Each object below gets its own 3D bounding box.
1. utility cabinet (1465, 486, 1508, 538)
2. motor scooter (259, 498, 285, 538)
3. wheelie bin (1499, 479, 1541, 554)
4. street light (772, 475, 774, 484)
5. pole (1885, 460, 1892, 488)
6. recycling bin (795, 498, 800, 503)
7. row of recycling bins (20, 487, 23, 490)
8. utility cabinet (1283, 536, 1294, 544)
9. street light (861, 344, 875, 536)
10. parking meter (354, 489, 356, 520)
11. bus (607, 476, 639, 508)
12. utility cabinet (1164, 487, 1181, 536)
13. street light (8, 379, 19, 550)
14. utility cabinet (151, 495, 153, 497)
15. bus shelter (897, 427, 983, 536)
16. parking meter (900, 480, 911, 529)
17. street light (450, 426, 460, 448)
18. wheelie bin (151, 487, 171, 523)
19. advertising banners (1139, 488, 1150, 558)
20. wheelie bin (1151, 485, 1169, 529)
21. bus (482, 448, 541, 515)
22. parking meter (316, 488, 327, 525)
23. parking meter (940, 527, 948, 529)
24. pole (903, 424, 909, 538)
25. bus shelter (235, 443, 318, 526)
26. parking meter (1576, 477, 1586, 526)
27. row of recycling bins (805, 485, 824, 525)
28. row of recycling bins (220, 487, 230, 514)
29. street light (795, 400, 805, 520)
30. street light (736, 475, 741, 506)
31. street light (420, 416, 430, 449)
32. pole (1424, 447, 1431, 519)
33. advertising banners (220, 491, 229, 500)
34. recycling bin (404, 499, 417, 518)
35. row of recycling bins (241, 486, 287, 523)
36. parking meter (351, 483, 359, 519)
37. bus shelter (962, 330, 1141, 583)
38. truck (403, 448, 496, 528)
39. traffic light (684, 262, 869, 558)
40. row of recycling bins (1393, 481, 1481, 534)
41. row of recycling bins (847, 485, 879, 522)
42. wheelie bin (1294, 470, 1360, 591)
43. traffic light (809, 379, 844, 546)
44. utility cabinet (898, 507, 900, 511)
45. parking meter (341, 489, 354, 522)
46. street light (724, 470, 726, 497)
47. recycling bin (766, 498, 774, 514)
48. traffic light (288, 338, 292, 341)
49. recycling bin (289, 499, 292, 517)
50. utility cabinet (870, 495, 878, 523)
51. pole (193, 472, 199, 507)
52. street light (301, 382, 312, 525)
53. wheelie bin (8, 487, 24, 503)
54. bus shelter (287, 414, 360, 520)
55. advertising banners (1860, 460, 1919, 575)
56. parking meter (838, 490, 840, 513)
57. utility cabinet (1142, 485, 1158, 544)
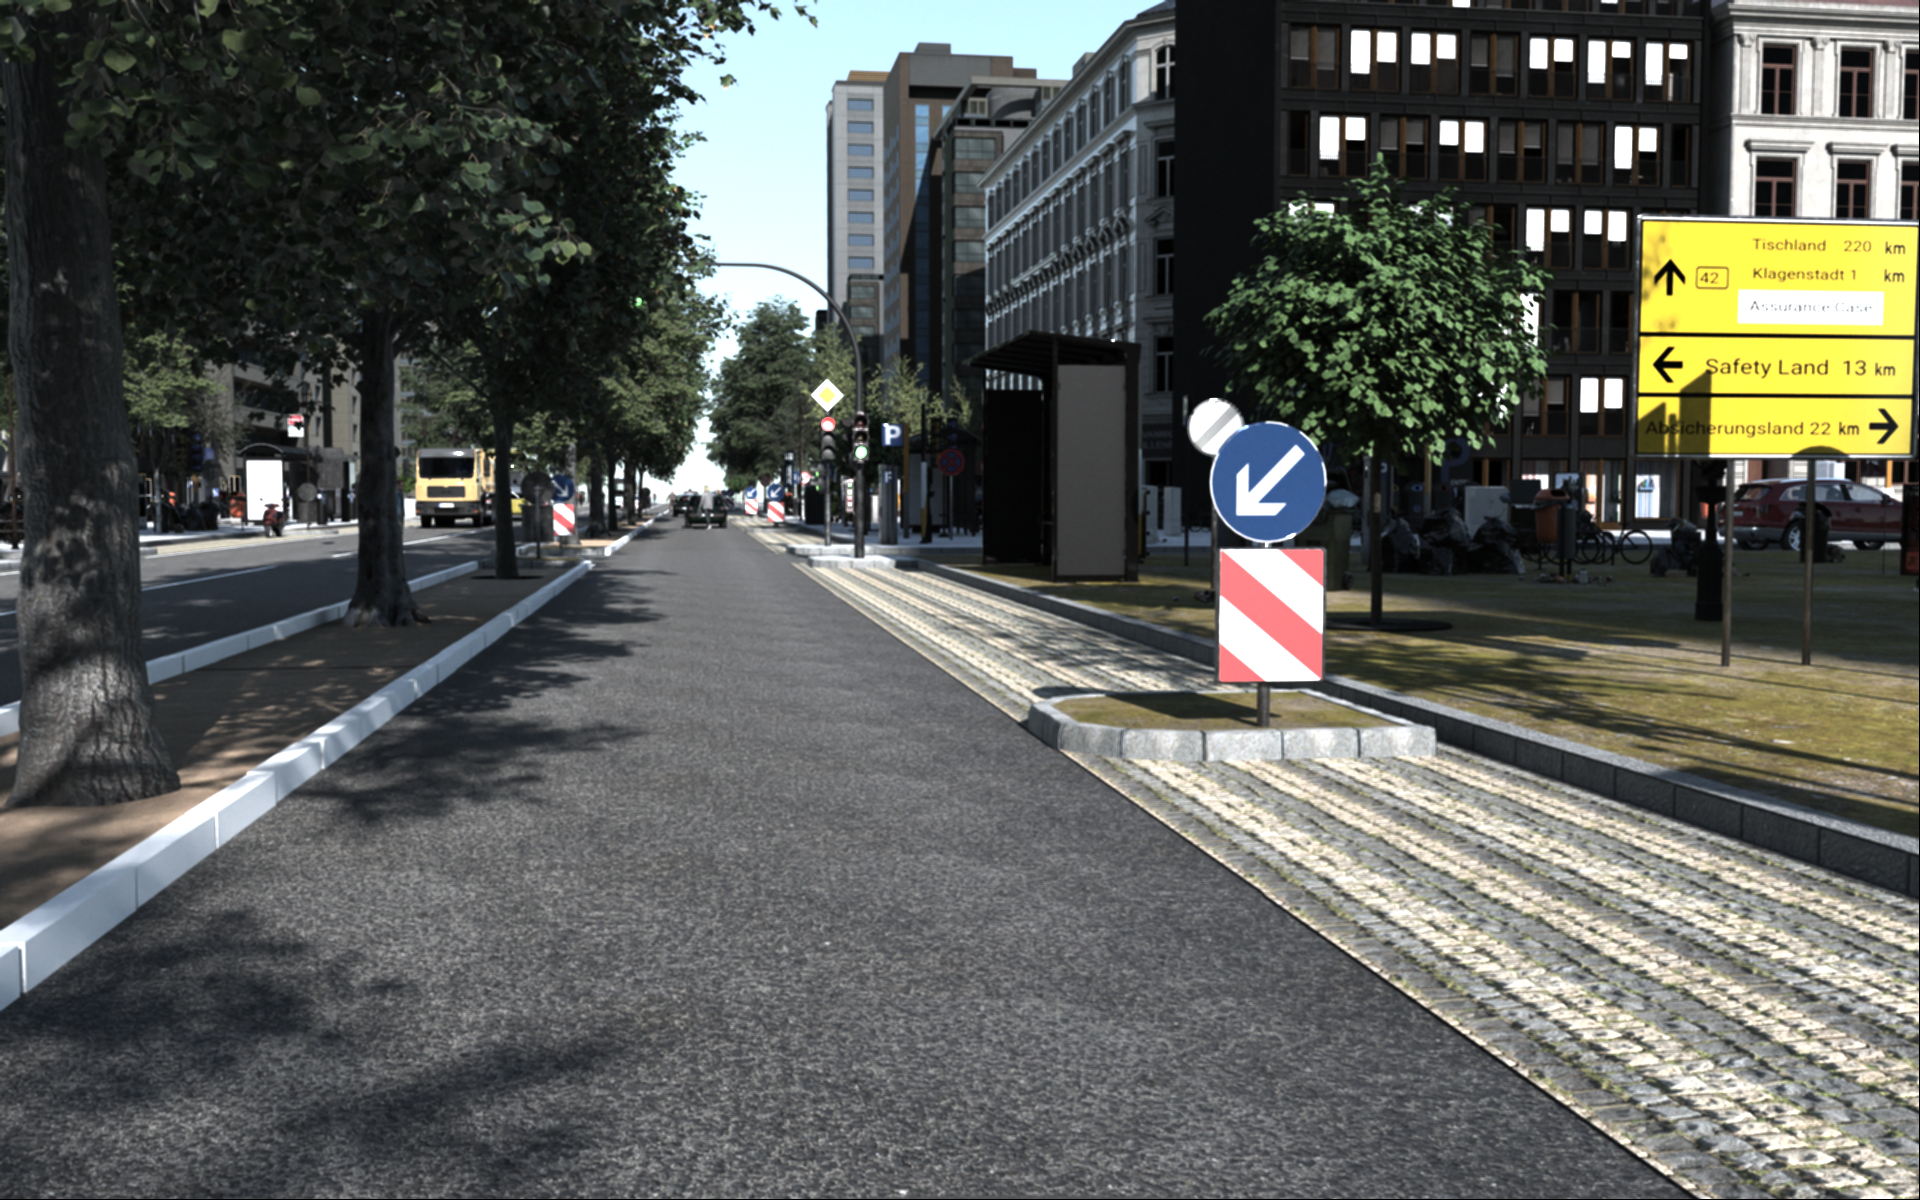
[{"bbox_3d":[15.163,-2.520,49.889,1.173,1.500,0.318,-1,4,-8],"label":"utility cabinet"},{"bbox_3d":[-22.674,-2.719,57.228,0.815,1.314,1.986,-1,4,-9],"label":"motor scooter"},{"bbox_3d":[12.028,-1.780,37.014,0.980,1.594,0.693,1,4,15],"label":"wheelie bin"},{"bbox_3d":[-12.563,-8.776,116.281,0.468,5.910,1.993,-1,4,-9],"label":"street light"},{"bbox_3d":[28.712,-3.653,53.574,0.158,3.312,0.155,0,3,0],"label":"pole"},{"bbox_3d":[-10.672,-6.220,114.259,0.722,1.027,0.722,-2,4,-29],"label":"recycling bin"},{"bbox_3d":[-41.334,-4.321,77.759,1.069,1.692,3.534,-1,4,-11],"label":"row of recycling bins"},{"bbox_3d":[8.240,-2.164,44.068,1.173,1.500,0.318,-3,5,-44],"label":"utility cabinet"},{"bbox_3d":[-2.922,-4.928,53.360,0.468,5.910,1.993,-1,4,-9],"label":"street light"},{"bbox_3d":[-30.241,-4.748,86.048,0.372,1.533,0.369,0,3,0],"label":"parking meter"},{"bbox_3d":[-33.237,-10.832,171.956,2.948,3.499,13.247,-1,4,-9],"label":"bus"},{"bbox_3d":[6.542,-2.726,53.246,0.318,1.500,1.173,0,4,-5],"label":"utility cabinet"},{"bbox_3d":[-21.870,-4.106,39.918,0.468,5.910,1.993,-1,4,-9],"label":"street light"},{"bbox_3d":[-39.376,-4.489,84.555,0.306,1.237,1.020,-3,4,-39],"label":"utility cabinet"},{"bbox_3d":[-0.668,-3.717,54.704,2.014,3.302,5.546,-1,4,-9],"label":"bus shelter"},{"bbox_3d":[-2.021,-3.579,64.231,0.399,1.863,0.255,3,5,39],"label":"parking meter"},{"bbox_3d":[-33.748,-8.743,115.743,0.468,5.910,1.993,-1,4,-9],"label":"street light"},{"bbox_3d":[-33.923,-4.016,73.577,0.693,1.594,0.980,-1,4,-14],"label":"wheelie bin"},{"bbox_3d":[3.058,-2.315,34.039,0.090,3.025,2.074,3,5,45],"label":"advertising banners"},{"bbox_3d":[7.281,-3.366,62.934,0.980,1.594,0.693,0,4,6],"label":"wheelie bin"},{"bbox_3d":[-24.795,-6.361,95.549,2.896,3.916,12.252,-1,4,-10],"label":"bus"},{"bbox_3d":[-26.252,-3.842,71.222,0.372,1.533,0.369,0,3,0],"label":"parking meter"},{"bbox_3d":[-0.614,-3.596,64.498,0.399,1.863,0.255,-3,5,-41],"label":"parking meter"},{"bbox_3d":[-1.557,-3.444,50.145,0.158,3.312,0.155,0,3,0],"label":"pole"},{"bbox_3d":[-28.272,-4.766,71.853,2.014,3.302,5.546,-1,4,-9],"label":"bus shelter"},{"bbox_3d":[21.171,-3.277,59.291,0.399,1.863,0.255,0,4,5],"label":"parking meter"},{"bbox_3d":[-6.116,-4.084,73.887,1.069,1.692,3.534,0,4,-5],"label":"row of recycling bins"},{"bbox_3d":[-41.169,-5.488,96.840,3.534,1.692,1.069,-2,4,-35],"label":"row of recycling bins"},{"bbox_3d":[-7.811,-6.854,84.843,0.468,5.910,1.993,-1,4,-9],"label":"street light"},{"bbox_3d":[-27.116,-14.517,210.138,0.468,5.910,1.993,-1,4,-9],"label":"street light"},{"bbox_3d":[-31.703,-7.948,102.741,0.468,5.910,1.993,-1,4,-9],"label":"street light"},{"bbox_3d":[14.542,-3.670,53.840,0.158,3.312,0.155,0,3,0],"label":"pole"},{"bbox_3d":[-40.228,-6.006,94.385,0.090,3.025,2.074,3,5,41],"label":"advertising banners"},{"bbox_3d":[-30.329,-5.051,95.130,0.722,1.027,0.722,-3,4,-38],"label":"recycling bin"},{"bbox_3d":[-31.752,-4.400,79.046,1.069,1.692,3.534,0,4,4],"label":"row of recycling bins"},{"bbox_3d":[-31.481,-5.168,90.211,0.399,1.863,0.255,3,5,39],"label":"parking meter"},{"bbox_3d":[1.367,-2.247,28.014,1.731,3.624,6.357,-1,4,-9],"label":"bus shelter"},{"bbox_3d":[-21.819,-4.849,75.201,3.469,3.379,9.791,-1,4,-10],"label":"truck"},{"bbox_3d":[-4.093,-3.634,34.080,4.771,5.953,1.251,-1,4,-9],"label":"traffic light"},{"bbox_3d":[15.072,-2.980,55.843,3.534,1.692,1.069,0,4,1],"label":"row of recycling bins"},{"bbox_3d":[-4.232,-4.513,80.898,1.069,1.692,3.534,2,4,28],"label":"row of recycling bins"},{"bbox_3d":[4.838,-0.924,23.015,0.980,1.594,0.693,3,4,37],"label":"wheelie bin"},{"bbox_3d":[-3.264,-3.273,42.431,0.839,4.253,0.868,-1,4,-9],"label":"traffic light"},{"bbox_3d":[-4.387,-6.217,110.326,1.173,1.500,0.318,1,4,13],"label":"utility cabinet"},{"bbox_3d":[-28.123,-4.333,79.257,0.372,1.533,0.369,0,3,0],"label":"parking meter"},{"bbox_3d":[-37.179,-18.448,274.414,0.468,5.910,1.993,-1,4,-9],"label":"street light"},{"bbox_3d":[-12.308,-6.215,114.168,0.722,1.027,0.722,-3,5,-44],"label":"recycling bin"},{"bbox_3d":[-17.772,-4.009,40.208,4.771,5.953,1.251,-1,4,-9],"label":"traffic light"},{"bbox_3d":[-37.788,-5.189,97.390,0.722,1.027,0.722,2,4,24],"label":"recycling bin"},{"bbox_3d":[-3.964,-4.100,78.199,0.306,1.237,1.020,-1,4,-18],"label":"utility cabinet"},{"bbox_3d":[-29.071,-4.405,65.863,0.158,3.312,0.155,0,3,0],"label":"pole"},{"bbox_3d":[-26.850,-6.026,71.320,0.468,5.910,1.993,-1,4,-9],"label":"street light"},{"bbox_3d":[-40.337,-4.053,74.178,0.693,1.594,0.980,-1,4,-19],"label":"wheelie bin"},{"bbox_3d":[-33.067,-6.863,89.835,2.179,5.291,8.768,-1,4,-9],"label":"bus shelter"},{"bbox_3d":[15.119,-1.897,27.209,2.074,3.025,0.090,3,5,43],"label":"advertising banners"},{"bbox_3d":[-7.451,-5.917,105.158,0.372,1.533,0.369,0,3,0],"label":"parking meter"},{"bbox_3d":[4.475,-2.158,43.970,1.173,1.500,0.318,-2,4,-32],"label":"utility cabinet"}]
